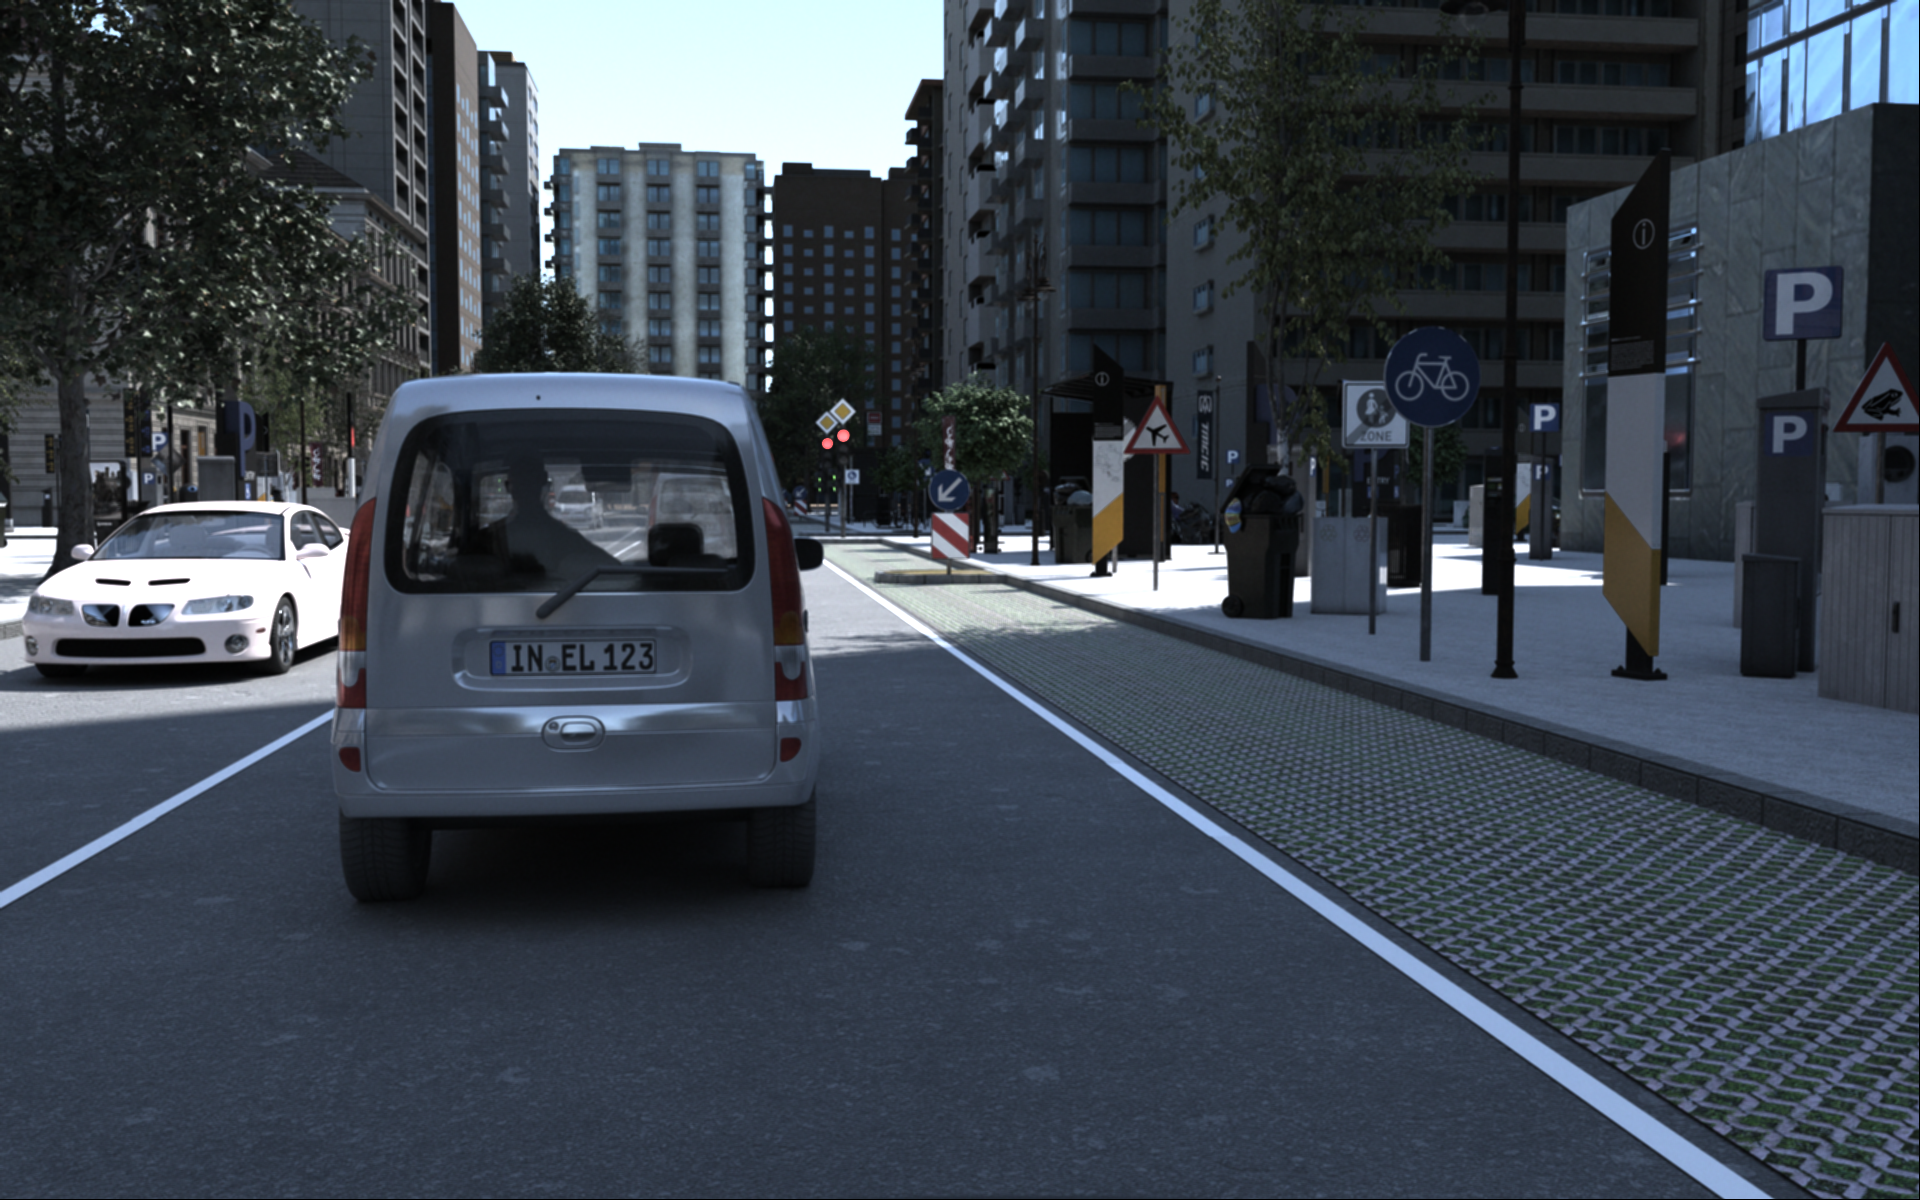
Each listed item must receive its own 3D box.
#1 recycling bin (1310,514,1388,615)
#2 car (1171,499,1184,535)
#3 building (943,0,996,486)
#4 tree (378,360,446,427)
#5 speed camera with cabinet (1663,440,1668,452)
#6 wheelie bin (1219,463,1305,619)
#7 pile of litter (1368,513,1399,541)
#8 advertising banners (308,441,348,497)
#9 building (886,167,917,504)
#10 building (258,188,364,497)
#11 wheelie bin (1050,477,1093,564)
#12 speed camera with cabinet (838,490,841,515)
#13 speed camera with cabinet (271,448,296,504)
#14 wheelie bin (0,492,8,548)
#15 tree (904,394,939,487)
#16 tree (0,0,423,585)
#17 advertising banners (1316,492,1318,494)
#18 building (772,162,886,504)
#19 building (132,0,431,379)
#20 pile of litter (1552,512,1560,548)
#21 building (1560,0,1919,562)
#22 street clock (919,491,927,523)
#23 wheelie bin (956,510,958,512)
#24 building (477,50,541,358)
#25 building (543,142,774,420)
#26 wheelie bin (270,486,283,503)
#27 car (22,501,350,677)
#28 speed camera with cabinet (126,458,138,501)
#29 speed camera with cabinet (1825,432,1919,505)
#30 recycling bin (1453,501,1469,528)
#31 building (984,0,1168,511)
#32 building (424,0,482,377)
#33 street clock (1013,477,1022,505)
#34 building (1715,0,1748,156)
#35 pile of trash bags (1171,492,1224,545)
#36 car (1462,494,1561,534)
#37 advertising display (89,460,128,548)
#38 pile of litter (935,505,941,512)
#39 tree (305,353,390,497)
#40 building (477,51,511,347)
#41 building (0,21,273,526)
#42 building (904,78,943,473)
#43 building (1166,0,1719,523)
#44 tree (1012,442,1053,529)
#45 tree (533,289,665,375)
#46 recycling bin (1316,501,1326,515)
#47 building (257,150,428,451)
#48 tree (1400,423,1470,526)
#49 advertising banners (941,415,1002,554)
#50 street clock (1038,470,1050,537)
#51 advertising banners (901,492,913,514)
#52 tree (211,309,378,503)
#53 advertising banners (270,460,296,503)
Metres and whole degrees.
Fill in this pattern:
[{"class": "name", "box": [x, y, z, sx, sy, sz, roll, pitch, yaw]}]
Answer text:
[{"class": "recycling bin", "box": [4.208, -0.377, 18.717, 0.722, 1.027, 0.722, 1, 4, 21]}, {"class": "car", "box": [5.334, -2.620, 55.423, 3.894, 1.354, 1.945, -1, 4, -8]}, {"class": "building", "box": [13.411, -34.581, 154.646, 28.713, 52.752, 27.495, 0, 4, -8]}, {"class": "tree", "box": [-29.964, -8.850, 95.059, 4.737, 8.622, 4.395, 0, 3, 0]}, {"class": "speed camera with cabinet", "box": [21.911, -3.622, 53.563, 0.660, 3.252, 2.038, 2, 4, 27]}, {"class": "wheelie bin", "box": [3.163, -0.618, 18.017, 0.693, 1.594, 0.980, 3, 5, 40]}, {"class": "pile of litter", "box": [9.876, -1.603, 40.178, 1.176, 0.858, 1.719, 3, 5, 43]}, {"class": "advertising banners", "box": [-21.023, -3.809, 58.471, 0.090, 3.025, 2.074, 3, 4, 38]}, {"class": "building", "box": [-4.178, -36.117, 240.618, 14.200, 45.320, 14.600, 0, 4, -8]}, {"class": "building", "box": [-40.961, -14.315, 98.677, 10.561, 19.102, 19.286, 0, 4, -8]}, {"class": "wheelie bin", "box": [2.110, -1.471, 31.963, 0.980, 1.594, 0.693, 3, 5, 45]}, {"class": "speed camera with cabinet", "box": [-7.380, -7.006, 108.879, 0.660, 3.252, 2.038, 0, 4, -4]}, {"class": "speed camera with cabinet", "box": [-27.489, -4.709, 71.334, 2.038, 3.252, 0.660, 2, 4, 33]}, {"class": "wheelie bin", "box": [-23.022, -2.021, 40.955, 0.693, 1.594, 0.980, 0, 4, -2]}, {"class": "tree", "box": [-2.340, -10.881, 128.269, 4.737, 8.622, 4.395, 0, 3, 0]}, {"class": "tree", "box": [-12.704, -6.581, 24.605, 9.611, 12.733, 9.660, 0, 3, 0]}, {"class": "advertising banners", "box": [13.861, -4.643, 72.105, 2.074, 3.025, 0.090, 2, 4, 26]}, {"class": "building", "box": [-18.321, -35.903, 237.128, 14.200, 45.320, 14.600, 0, 4, -8]}, {"class": "building", "box": [-51.374, -42.752, 137.252, 20.563, 71.187, 20.611, 0, 4, -8]}, {"class": "pile of litter", "box": [14.595, -1.691, 41.618, 1.176, 0.858, 1.719, 0, 4, 3]}, {"class": "building", "box": [26.734, -43.434, 22.815, 22.319, 86.520, 31.000, 0, 4, -8]}, {"class": "street clock", "box": [-1.633, -4.450, 77.323, 0.358, 2.002, 0.471, 0, 4, -5]}, {"class": "wheelie bin", "box": [-0.011, -5.035, 90.233, 0.693, 1.594, 0.980, -1, 4, -23]}, {"class": "building", "box": [-70.936, -42.237, 232.568, 28.212, 58.520, 21.231, 0, 4, -8]}, {"class": "building", "box": [-41.060, -37.857, 238.564, 30.456, 49.044, 23.786, 0, 4, -8]}, {"class": "wheelie bin", "box": [-26.391, -3.589, 66.581, 0.693, 1.594, 0.980, -2, 4, -31]}, {"class": "car", "box": [-6.454, -0.170, 15.147, 2.083, 1.381, 4.827, 0, 4, -7]}, {"class": "speed camera with cabinet", "box": [-33.299, -4.495, 67.829, 2.038, 3.252, 0.660, 0, 4, 0]}, {"class": "speed camera with cabinet", "box": [13.232, -1.940, 26.050, 2.038, 3.252, 0.660, 0, 4, 8]}, {"class": "recycling bin", "box": [19.232, -3.269, 66.002, 0.722, 1.027, 0.722, 2, 4, 26]}, {"class": "building", "box": [13.693, -30.047, 110.879, 23.786, 49.044, 30.456, 0, 4, -8]}, {"class": "building", "box": [-51.120, -30.917, 155.605, 14.600, 45.320, 14.200, 0, 4, -8]}, {"class": "street clock", "box": [2.467, -4.256, 74.157, 0.358, 2.002, 0.471, 2, 4, 25]}, {"class": "building", "box": [50.521, -39.728, 87.802, 20.611, 71.187, 20.563, 0, 4, -8]}, {"class": "pile of trash bags", "box": [6.639, -2.150, 44.909, 3.447, 1.369, 1.912, -2, 4, -32]}, {"class": "car", "box": [19.466, -2.854, 58.454, 4.920, 1.459, 2.131, 0, 4, -8]}, {"class": "advertising display", "box": [-16.330, -1.705, 33.087, 0.974, 1.923, 0.123, 1, 4, 19]}, {"class": "pile of litter", "box": [-0.745, -4.183, 82.355, 1.176, 0.858, 1.719, 2, 4, 34]}, {"class": "tree", "box": [-29.414, -8.108, 82.930, 4.360, 8.622, 3.978, 0, 3, 0]}, {"class": "building", "box": [-62.032, -34.068, 176.622, 30.456, 49.044, 23.786, 0, 4, -8]}, {"class": "building", "box": [-39.477, -14.778, 77.783, 11.583, 22.565, 21.152, 0, 4, -8]}, {"class": "building", "box": [5.743, -32.314, 182.961, 22.147, 44.769, 28.867, 0, 4, -8]}, {"class": "building", "box": [21.586, -28.231, 85.279, 21.600, 48.544, 21.300, 0, 4, -8]}, {"class": "tree", "box": [3.005, -4.248, 64.050, 1.663, 3.219, 1.824, 0, 3, 0]}, {"class": "tree", "box": [-22.261, -11.800, 103.296, 12.009, 13.543, 11.850, 0, 3, 0]}, {"class": "recycling bin", "box": [13.457, -3.250, 65.698, 0.722, 1.027, 0.722, 0, 4, 1]}, {"class": "building", "box": [-43.447, -17.681, 117.964, 11.050, 23.489, 19.941, 0, 4, -8]}, {"class": "tree", "box": [18.862, -5.259, 69.699, 4.285, 4.588, 4.351, 0, 3, 0]}, {"class": "advertising banners", "box": [0.222, -2.544, 37.776, 0.090, 3.025, 2.074, -3, 4, -37]}, {"class": "street clock", "box": [2.438, -2.894, 51.888, 0.471, 2.002, 0.358, 2, 4, 27]}, {"class": "advertising banners", "box": [-3.599, -7.097, 112.223, 2.074, 3.025, 0.090, 3, 4, 37]}, {"class": "tree", "box": [-24.395, -6.840, 62.196, 4.737, 8.622, 4.395, 0, 3, 0]}, {"class": "advertising banners", "box": [-33.073, -5.444, 85.199, 2.074, 3.025, 0.090, -1, 4, -22]}]
